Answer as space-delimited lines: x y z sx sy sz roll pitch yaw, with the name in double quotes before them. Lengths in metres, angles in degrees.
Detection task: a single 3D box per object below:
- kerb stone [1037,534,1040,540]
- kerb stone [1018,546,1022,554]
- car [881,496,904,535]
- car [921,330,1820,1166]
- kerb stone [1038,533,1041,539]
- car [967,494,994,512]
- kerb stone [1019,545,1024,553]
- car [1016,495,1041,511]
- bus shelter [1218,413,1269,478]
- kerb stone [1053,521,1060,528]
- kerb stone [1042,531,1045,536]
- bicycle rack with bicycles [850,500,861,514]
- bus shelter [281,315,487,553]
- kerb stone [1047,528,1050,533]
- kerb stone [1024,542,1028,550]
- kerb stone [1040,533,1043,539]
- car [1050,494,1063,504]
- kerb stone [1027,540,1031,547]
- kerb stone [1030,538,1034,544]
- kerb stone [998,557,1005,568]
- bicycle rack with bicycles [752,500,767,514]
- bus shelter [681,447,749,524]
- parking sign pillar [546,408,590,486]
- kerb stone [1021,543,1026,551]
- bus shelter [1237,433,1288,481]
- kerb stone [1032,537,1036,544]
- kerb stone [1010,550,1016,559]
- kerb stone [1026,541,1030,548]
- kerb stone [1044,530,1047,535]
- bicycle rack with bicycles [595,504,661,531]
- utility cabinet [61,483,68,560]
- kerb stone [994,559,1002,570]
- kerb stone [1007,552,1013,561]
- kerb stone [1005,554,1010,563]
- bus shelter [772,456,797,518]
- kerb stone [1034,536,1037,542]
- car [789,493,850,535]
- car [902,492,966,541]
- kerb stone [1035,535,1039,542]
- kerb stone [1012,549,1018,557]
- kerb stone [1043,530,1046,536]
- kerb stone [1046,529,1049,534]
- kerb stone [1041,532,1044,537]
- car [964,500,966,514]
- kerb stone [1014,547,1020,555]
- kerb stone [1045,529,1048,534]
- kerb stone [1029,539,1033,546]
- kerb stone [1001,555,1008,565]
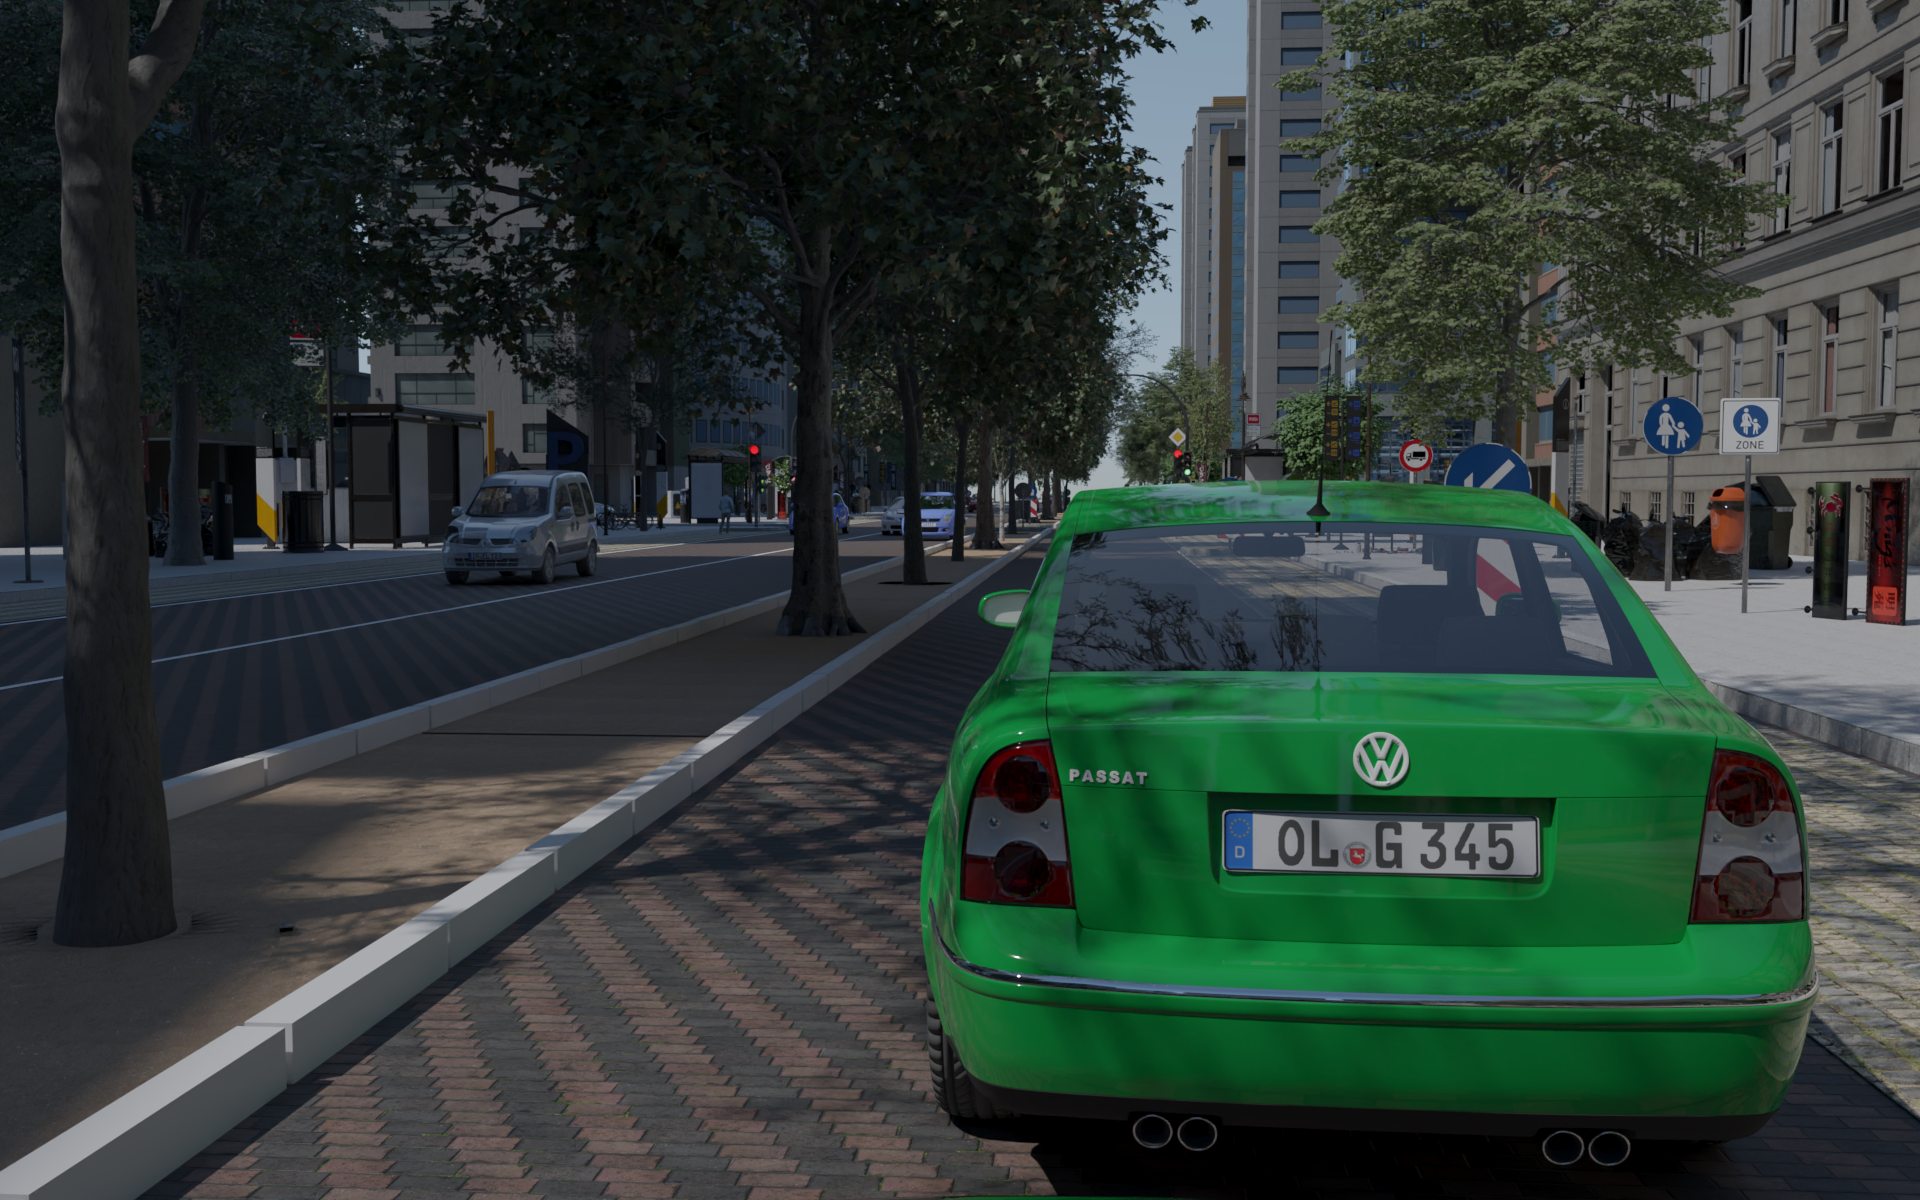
"kerb stone" 2.232 -1.803 51.681 0.120 0.150 1.000 0 4 5
"kerb stone" 1.303 -1.115 40.462 0.120 0.150 1.000 0 4 5
"car" -1.659 -3.021 61.757 2.083 1.381 4.827 0 4 5
"car" 0.970 0.216 5.259 1.959 1.807 4.718 0 4 6
"kerb stone" 2.326 -1.866 52.711 0.120 0.150 1.000 0 4 5
"car" 1.623 -7.775 136.154 2.155 1.783 4.494 0 4 4
"kerb stone" 1.394 -1.178 41.483 0.120 0.150 1.000 0 4 5
"car" 5.773 -8.357 145.672 2.155 1.783 4.494 0 4 3
"bus shelter" 13.675 -6.500 83.913 2.179 5.291 8.768 0 4 5
"kerb stone" 4.305 -3.339 76.789 0.120 0.150 1.000 0 4 5
"kerb stone" 2.565 -2.055 55.789 0.120 0.150 1.000 0 4 5
"bicycle rack with bicycles" -7.223 -5.931 110.353 2.852 0.926 2.925 1 4 10
"bus shelter" -13.770 -3.911 41.582 2.179 5.291 8.768 0 4 5
"kerb stone" 2.992 -2.366 60.884 0.120 0.150 1.000 0 4 5
"kerb stone" 1.562 -1.299 43.521 0.120 0.150 1.000 0 4 5
"kerb stone" 2.404 -1.929 53.735 0.120 0.150 1.000 0 4 5
"car" 11.582 -12.347 210.919 2.155 1.783 4.494 0 4 3
"kerb stone" 1.731 -1.429 45.558 0.120 0.150 1.000 0 4 5
"kerb stone" 1.893 -1.554 47.597 0.120 0.150 1.000 0 4 5
"kerb stone" 0.728 -0.679 33.295 0.120 0.150 1.000 0 4 5
"bicycle rack with bicycles" -12.102 -6.065 112.543 2.925 0.926 2.852 1 4 16
"bus shelter" -10.776 -5.099 77.285 2.014 3.302 5.546 0 4 5
"parking sign pillar" -12.305 -4.029 54.347 1.447 3.967 1.447 0 4 -5
"kerb stone" 1.478 -1.239 42.502 0.120 0.150 1.000 0 4 5
"bus shelter" 10.729 -4.017 59.596 2.014 3.302 5.546 0 4 5
"kerb stone" 1.979 -1.614 48.620 0.120 0.150 1.000 0 4 5
"kerb stone" 1.061 -0.925 37.389 0.120 0.150 1.000 0 4 5
"kerb stone" 1.657 -1.367 44.539 0.120 0.150 1.000 0 4 5
"kerb stone" 2.744 -2.173 57.826 0.120 0.150 1.000 0 4 5
"bicycle rack with bicycles" -12.040 -2.966 61.880 2.925 0.926 2.852 -2 4 -29
"utility cabinet" -17.174 -1.545 33.942 0.318 1.500 1.173 0 4 -4
"kerb stone" 0.638 -0.616 32.275 0.120 0.150 1.000 0 4 5
"kerb stone" 0.975 -0.861 36.367 0.120 0.150 1.000 0 4 5
"kerb stone" 0.885 -0.802 35.339 0.120 0.150 1.000 0 4 5
"bus shelter" -8.923 -6.108 93.782 2.014 3.302 5.546 0 4 5
"kerb stone" 2.058 -1.678 49.639 0.120 0.150 1.000 0 4 5
"car" -5.009 -3.192 61.781 1.945 1.707 3.694 0 4 6
"car" -0.801 -2.723 54.118 1.945 1.707 3.694 0 4 6
"kerb stone" 2.152 -1.741 50.661 0.120 0.150 1.000 0 4 5
"kerb stone" 1.143 -0.987 38.418 0.120 0.150 1.000 0 4 5
"kerb stone" 2.660 -2.117 56.807 0.120 0.150 1.000 0 4 5
"kerb stone" 2.909 -2.304 59.864 0.120 0.150 1.000 0 4 5
"kerb stone" 2.489 -1.986 54.764 0.120 0.150 1.000 0 4 5
"car" -0.639 -6.253 114.033 2.131 1.459 4.920 0 4 3
"kerb stone" 1.223 -1.051 39.439 0.120 0.150 1.000 0 4 5
"kerb stone" 2.820 -2.232 58.846 0.120 0.150 1.000 0 4 5
"kerb stone" 1.811 -1.486 46.578 0.120 0.150 1.000 0 4 5
"kerb stone" 0.806 -0.741 34.320 0.120 0.150 1.000 0 4 5
